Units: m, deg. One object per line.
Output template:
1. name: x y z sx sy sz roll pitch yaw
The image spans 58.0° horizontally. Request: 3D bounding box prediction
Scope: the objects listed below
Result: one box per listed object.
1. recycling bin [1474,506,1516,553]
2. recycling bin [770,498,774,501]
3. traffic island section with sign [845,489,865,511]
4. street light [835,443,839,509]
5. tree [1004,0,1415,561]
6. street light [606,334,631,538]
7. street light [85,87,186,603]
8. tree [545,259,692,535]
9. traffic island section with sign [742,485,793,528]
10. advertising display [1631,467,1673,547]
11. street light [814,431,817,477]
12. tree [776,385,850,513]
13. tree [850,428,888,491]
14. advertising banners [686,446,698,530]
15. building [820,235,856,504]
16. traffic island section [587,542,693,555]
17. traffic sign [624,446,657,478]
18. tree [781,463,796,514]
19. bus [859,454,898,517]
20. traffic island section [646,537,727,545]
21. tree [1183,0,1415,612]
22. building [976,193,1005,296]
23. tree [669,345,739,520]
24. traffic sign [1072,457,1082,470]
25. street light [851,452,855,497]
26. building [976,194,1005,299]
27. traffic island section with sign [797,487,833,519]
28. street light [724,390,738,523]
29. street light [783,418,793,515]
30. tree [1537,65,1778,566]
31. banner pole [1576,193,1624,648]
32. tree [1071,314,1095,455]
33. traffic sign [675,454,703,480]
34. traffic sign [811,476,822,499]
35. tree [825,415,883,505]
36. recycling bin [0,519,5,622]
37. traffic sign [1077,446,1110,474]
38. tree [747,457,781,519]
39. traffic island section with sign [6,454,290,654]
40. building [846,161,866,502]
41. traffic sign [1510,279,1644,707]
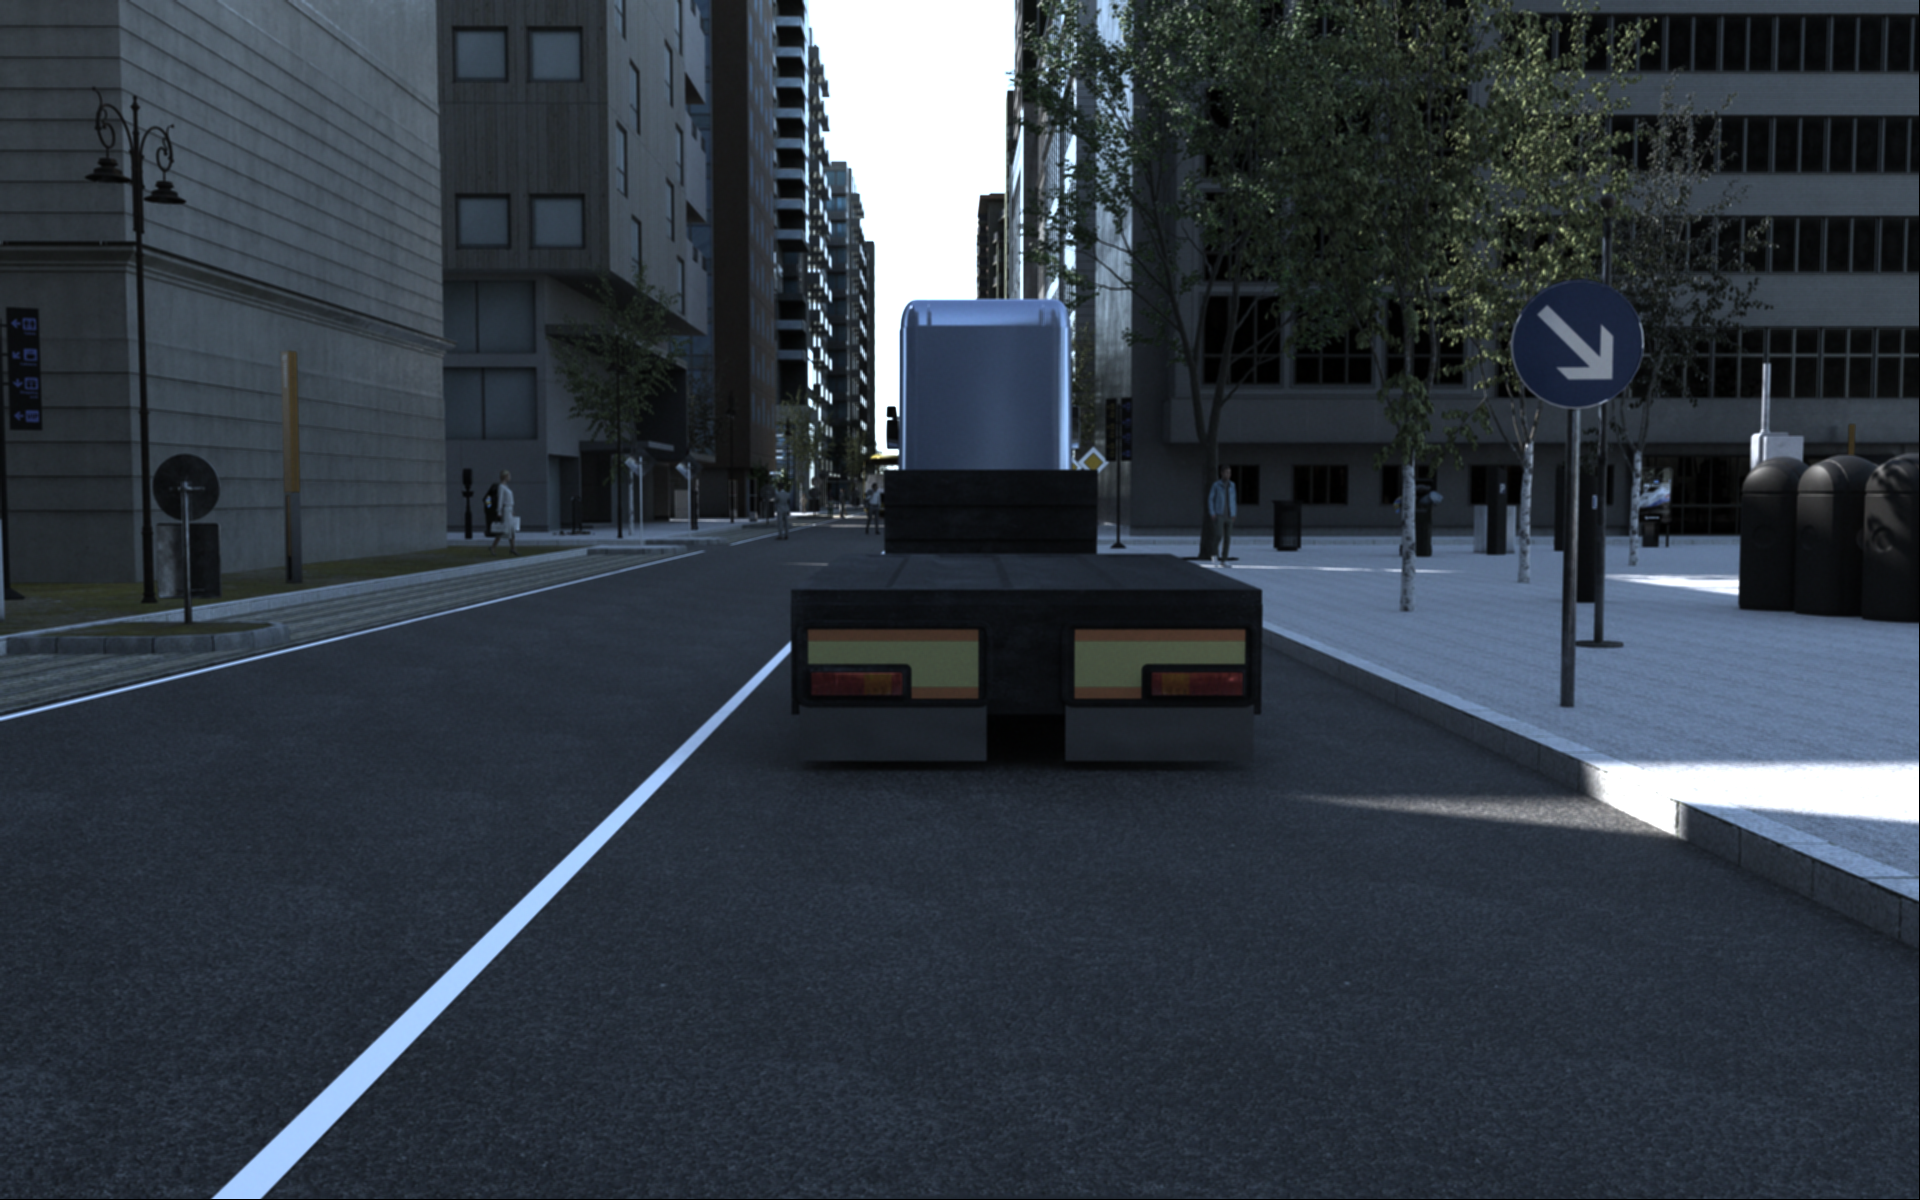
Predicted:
1. recycling bin: 11.643 -1.539 37.722 0.722 1.027 0.722 0 4 1
2. recycling bin: -12.723 -6.260 114.909 0.722 1.027 0.722 1 4 12
3. traffic island section with sign: -8.826 -8.546 148.354 1.989 1.847 2.006 0 4 -1
4. street light: -10.871 -11.053 153.507 0.468 5.910 1.993 0 4 -1
5. tree: 4.747 -6.568 33.149 9.928 11.665 9.643 0 3 0
6. street light: -9.889 -4.735 50.204 0.468 5.910 1.993 0 4 -1
7. street light: -9.561 -2.903 20.249 0.468 5.910 1.993 0 4 -1
8. tree: -10.475 -6.318 53.664 4.737 8.622 4.395 0 3 0
9. traffic island section with sign: -8.071 -3.929 72.866 1.989 1.847 2.006 0 4 -1
10. advertising display: 16.692 -2.239 41.818 0.974 1.923 0.123 0 4 -5
11. street light: -10.648 -9.434 127.038 0.468 5.910 1.993 0 4 -1
12. tree: -10.645 -10.260 118.111 4.737 8.622 4.395 0 3 0
13. tree: -11.423 -14.882 193.682 4.737 8.622 4.395 0 3 0
14. advertising banners: -9.649 -4.046 62.344 0.090 3.025 2.074 -1 4 -18
15. building: -29.710 -32.386 221.391 32.217 40.220 23.993 0 4 -1
16. traffic island section: -7.763 -1.207 42.012 2.009 0.180 2.903 0 4 -1
17. traffic sign: -7.740 -2.432 41.946 0.795 2.593 0.064 0 4 -1
18. tree: -11.111 -7.037 109.662 1.663 3.219 1.824 0 3 0
19. bus: -4.419 -7.181 108.955 2.896 3.916 12.252 0 4 1
20. traffic island section: -7.842 -1.695 49.997 2.009 0.180 2.903 0 4 -1
21. tree: 4.666 -4.179 18.697 4.737 8.622 4.395 0 3 0
22. building: 13.369 -39.744 273.509 21.300 48.544 21.600 0 4 -1
23. tree: -13.119 -8.325 86.471 4.360 8.622 3.978 0 3 0
24. traffic sign: 3.175 -2.925 50.018 0.795 2.593 0.064 0 4 -1
25. street light: -11.089 -12.672 179.976 0.468 5.910 1.993 0 4 -1
26. building: 13.435 -36.291 247.981 22.147 44.769 28.867 0 4 -1
27. traffic island section with sign: -8.339 -5.578 99.820 1.989 1.847 2.006 0 4 -1
28. street light: -10.138 -6.368 76.910 0.468 5.910 1.993 0 4 -1
29. street light: -10.310 -8.026 104.009 0.468 5.910 1.993 0 4 -1
30. tree: 12.231 -4.929 30.955 4.360 8.622 3.978 0 3 0
31. banner pole: 5.304 -1.486 14.317 0.401 3.779 0.863 2 4 24
32. tree: 4.544 -7.441 72.023 4.737 8.622 4.395 0 3 0
33. traffic sign: -7.819 -2.920 49.930 0.795 2.593 0.064 0 4 -1
34. traffic sign: -10.258 -7.555 123.636 0.768 2.556 0.104 0 4 1
35. tree: -12.350 -16.335 201.492 8.767 10.594 7.601 2 4 27
36. recycling bin: -10.109 -0.297 17.409 0.722 1.027 0.722 -3 5 -44
37. traffic sign: 3.254 -2.437 42.033 0.795 2.593 0.064 0 4 -1
38. tree: -10.339 -5.866 90.515 1.663 3.219 1.824 0 3 0
39. traffic island section with sign: -7.515 -0.473 16.356 1.989 1.847 2.006 0 4 -1
40. building: -24.990 -38.490 248.912 23.786 49.044 30.456 0 4 -1
41. traffic sign: 3.669 -0.629 10.385 0.768 2.556 0.104 0 4 6
